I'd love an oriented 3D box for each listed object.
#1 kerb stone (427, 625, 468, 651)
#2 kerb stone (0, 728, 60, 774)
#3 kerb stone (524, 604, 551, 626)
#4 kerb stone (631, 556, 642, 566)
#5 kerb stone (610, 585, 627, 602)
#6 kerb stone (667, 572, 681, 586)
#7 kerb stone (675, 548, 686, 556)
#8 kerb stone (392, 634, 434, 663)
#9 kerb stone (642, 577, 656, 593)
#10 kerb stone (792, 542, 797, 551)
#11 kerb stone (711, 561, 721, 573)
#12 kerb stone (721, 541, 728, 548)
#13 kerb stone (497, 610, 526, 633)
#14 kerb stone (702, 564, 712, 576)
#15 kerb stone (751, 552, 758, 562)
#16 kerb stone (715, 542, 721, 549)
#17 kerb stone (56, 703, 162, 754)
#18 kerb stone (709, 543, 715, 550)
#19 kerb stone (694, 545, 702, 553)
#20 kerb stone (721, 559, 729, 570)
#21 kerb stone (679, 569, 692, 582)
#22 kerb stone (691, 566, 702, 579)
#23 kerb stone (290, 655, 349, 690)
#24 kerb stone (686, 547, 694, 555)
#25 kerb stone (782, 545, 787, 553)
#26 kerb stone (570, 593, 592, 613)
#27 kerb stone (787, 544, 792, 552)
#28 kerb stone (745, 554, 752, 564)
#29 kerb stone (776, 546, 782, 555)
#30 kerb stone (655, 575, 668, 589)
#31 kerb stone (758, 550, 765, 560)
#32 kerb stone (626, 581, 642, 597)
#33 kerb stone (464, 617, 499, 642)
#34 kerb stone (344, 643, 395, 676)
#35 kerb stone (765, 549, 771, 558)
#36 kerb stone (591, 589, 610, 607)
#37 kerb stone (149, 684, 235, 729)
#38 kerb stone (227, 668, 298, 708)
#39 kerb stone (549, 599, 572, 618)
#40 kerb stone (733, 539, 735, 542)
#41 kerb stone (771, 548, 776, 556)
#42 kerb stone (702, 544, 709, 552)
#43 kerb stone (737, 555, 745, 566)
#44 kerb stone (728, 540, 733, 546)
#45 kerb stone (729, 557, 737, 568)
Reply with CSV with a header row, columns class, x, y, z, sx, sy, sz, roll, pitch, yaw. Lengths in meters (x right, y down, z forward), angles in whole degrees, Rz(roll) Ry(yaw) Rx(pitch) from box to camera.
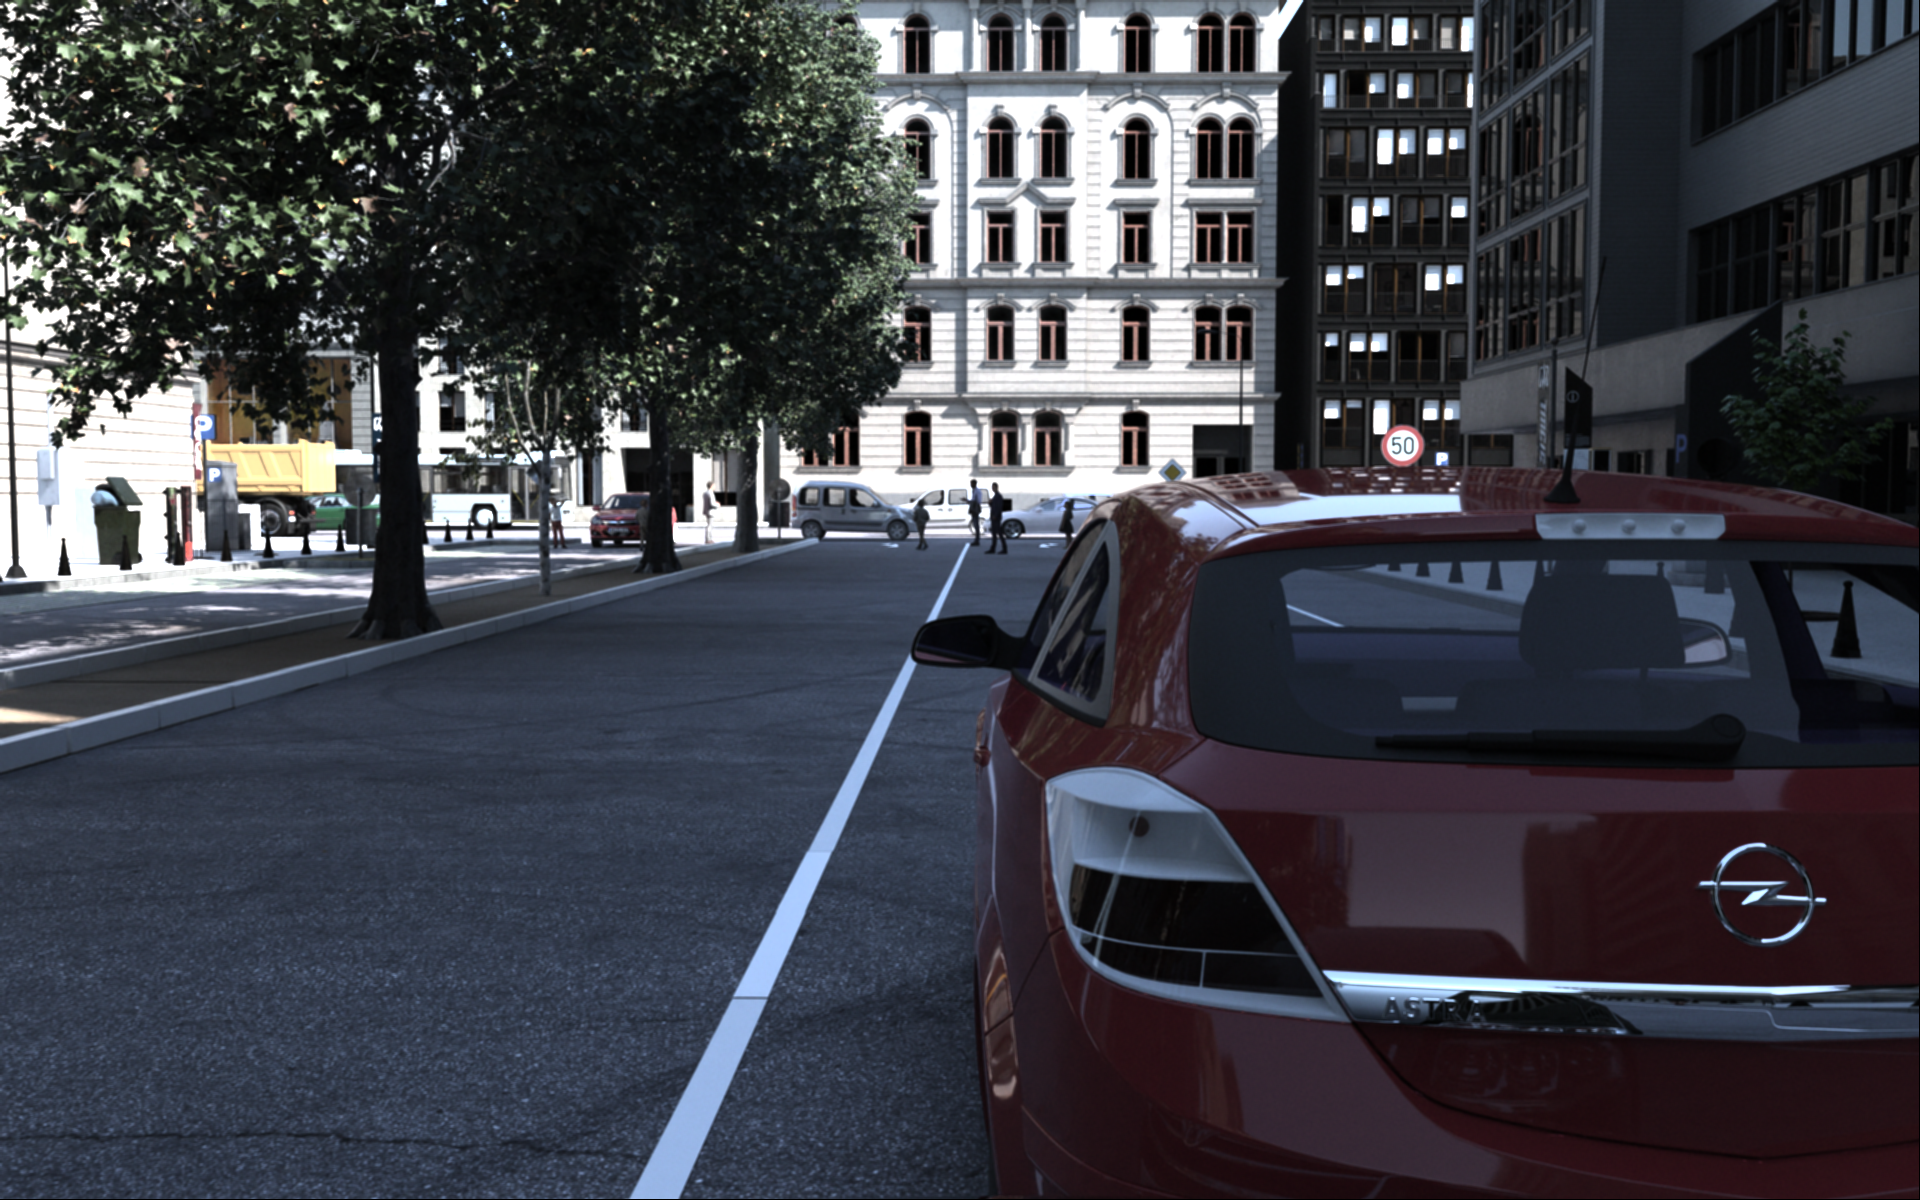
class,x,y,z,sx,sy,sz,roll,pitch,yaw
kerb stone,-4.835,0.368,16.176,0.120,0.150,1.000,0,4,1
kerb stone,-4.964,0.808,8.992,0.120,0.150,1.000,0,4,1
kerb stone,-4.768,0.180,19.255,0.120,0.150,1.000,0,4,1
kerb stone,-6.583,-0.760,34.693,0.120,0.150,1.000,0,4,1
kerb stone,-4.697,-0.071,23.359,0.120,0.150,1.000,0,4,1
kerb stone,-4.619,-0.322,27.463,0.120,0.150,1.000,0,4,1
kerb stone,-6.499,-1.078,39.816,0.120,0.150,1.000,0,4,1
kerb stone,-4.844,0.431,15.151,0.120,0.150,1.000,0,4,1
kerb stone,-4.651,-0.197,25.414,0.120,0.150,1.000,0,4,1
kerb stone,-4.314,-1.327,43.894,0.120,0.150,1.000,0,4,1
kerb stone,-4.543,-0.573,31.569,0.120,0.150,1.000,0,4,1
kerb stone,-6.375,-1.455,45.990,0.120,0.150,1.000,0,4,1
kerb stone,-4.789,0.243,18.227,0.120,0.150,1.000,0,4,1
kerb stone,-4.562,-0.510,30.545,0.120,0.150,1.000,0,4,1
kerb stone,-4.453,-0.884,36.703,0.120,0.150,1.000,0,4,1
kerb stone,-6.398,-1.392,44.961,0.120,0.150,1.000,0,4,1
kerb stone,-4.939,0.744,10.028,0.120,0.150,1.000,0,4,1
kerb stone,-6.414,-1.328,43.937,0.120,0.150,1.000,0,4,1
kerb stone,-6.449,-1.203,41.875,0.120,0.150,1.000,0,4,1
kerb stone,-4.534,-0.637,32.603,0.120,0.150,1.000,0,4,1
kerb stone,-4.596,-0.385,28.488,0.120,0.150,1.000,0,4,1
kerb stone,-4.579,-0.448,29.521,0.120,0.150,1.000,0,4,1
kerb stone,-4.890,0.556,13.103,0.120,0.150,1.000,0,4,1
kerb stone,-6.472,-1.141,40.843,0.120,0.150,1.000,0,4,1
kerb stone,-4.350,-1.202,41.846,0.120,0.150,1.000,0,4,1
kerb stone,-4.731,0.054,21.305,0.120,0.150,1.000,0,4,1
kerb stone,-4.335,-1.259,42.870,0.120,0.150,1.000,0,4,1
kerb stone,-4.468,-0.819,35.676,0.120,0.150,1.000,0,4,1
kerb stone,-4.372,-1.139,40.820,0.120,0.150,1.000,0,4,1
kerb stone,-4.644,-0.259,26.439,0.120,0.150,1.000,0,4,1
kerb stone,-4.438,-0.950,37.727,0.120,0.150,1.000,0,4,1
kerb stone,-4.676,-0.134,24.384,0.120,0.150,1.000,0,4,1
kerb stone,-4.811,0.305,17.202,0.120,0.150,1.000,0,4,1
kerb stone,-4.863,0.493,14.127,0.120,0.150,1.000,0,4,1
kerb stone,-4.404,-1.013,38.765,0.120,0.150,1.000,0,4,1
kerb stone,-4.715,-0.008,22.334,0.120,0.150,1.000,0,4,1
kerb stone,-4.924,0.681,11.054,0.120,0.150,1.000,0,4,1
kerb stone,-4.896,0.619,12.078,0.120,0.150,1.000,0,4,1
kerb stone,-4.758,0.117,20.281,0.120,0.150,1.000,0,4,1
kerb stone,-6.337,-1.579,48.039,0.120,0.150,1.000,0,4,1
kerb stone,-4.399,-1.076,39.794,0.120,0.150,1.000,0,4,1
kerb stone,-6.431,-1.266,42.900,0.120,0.150,1.000,0,4,1
kerb stone,-4.480,-0.762,34.651,0.120,0.150,1.000,0,4,1
kerb stone,-6.355,-1.517,47.015,0.120,0.150,1.000,0,4,1
kerb stone,-4.511,-0.698,33.627,0.120,0.150,1.000,0,4,1
